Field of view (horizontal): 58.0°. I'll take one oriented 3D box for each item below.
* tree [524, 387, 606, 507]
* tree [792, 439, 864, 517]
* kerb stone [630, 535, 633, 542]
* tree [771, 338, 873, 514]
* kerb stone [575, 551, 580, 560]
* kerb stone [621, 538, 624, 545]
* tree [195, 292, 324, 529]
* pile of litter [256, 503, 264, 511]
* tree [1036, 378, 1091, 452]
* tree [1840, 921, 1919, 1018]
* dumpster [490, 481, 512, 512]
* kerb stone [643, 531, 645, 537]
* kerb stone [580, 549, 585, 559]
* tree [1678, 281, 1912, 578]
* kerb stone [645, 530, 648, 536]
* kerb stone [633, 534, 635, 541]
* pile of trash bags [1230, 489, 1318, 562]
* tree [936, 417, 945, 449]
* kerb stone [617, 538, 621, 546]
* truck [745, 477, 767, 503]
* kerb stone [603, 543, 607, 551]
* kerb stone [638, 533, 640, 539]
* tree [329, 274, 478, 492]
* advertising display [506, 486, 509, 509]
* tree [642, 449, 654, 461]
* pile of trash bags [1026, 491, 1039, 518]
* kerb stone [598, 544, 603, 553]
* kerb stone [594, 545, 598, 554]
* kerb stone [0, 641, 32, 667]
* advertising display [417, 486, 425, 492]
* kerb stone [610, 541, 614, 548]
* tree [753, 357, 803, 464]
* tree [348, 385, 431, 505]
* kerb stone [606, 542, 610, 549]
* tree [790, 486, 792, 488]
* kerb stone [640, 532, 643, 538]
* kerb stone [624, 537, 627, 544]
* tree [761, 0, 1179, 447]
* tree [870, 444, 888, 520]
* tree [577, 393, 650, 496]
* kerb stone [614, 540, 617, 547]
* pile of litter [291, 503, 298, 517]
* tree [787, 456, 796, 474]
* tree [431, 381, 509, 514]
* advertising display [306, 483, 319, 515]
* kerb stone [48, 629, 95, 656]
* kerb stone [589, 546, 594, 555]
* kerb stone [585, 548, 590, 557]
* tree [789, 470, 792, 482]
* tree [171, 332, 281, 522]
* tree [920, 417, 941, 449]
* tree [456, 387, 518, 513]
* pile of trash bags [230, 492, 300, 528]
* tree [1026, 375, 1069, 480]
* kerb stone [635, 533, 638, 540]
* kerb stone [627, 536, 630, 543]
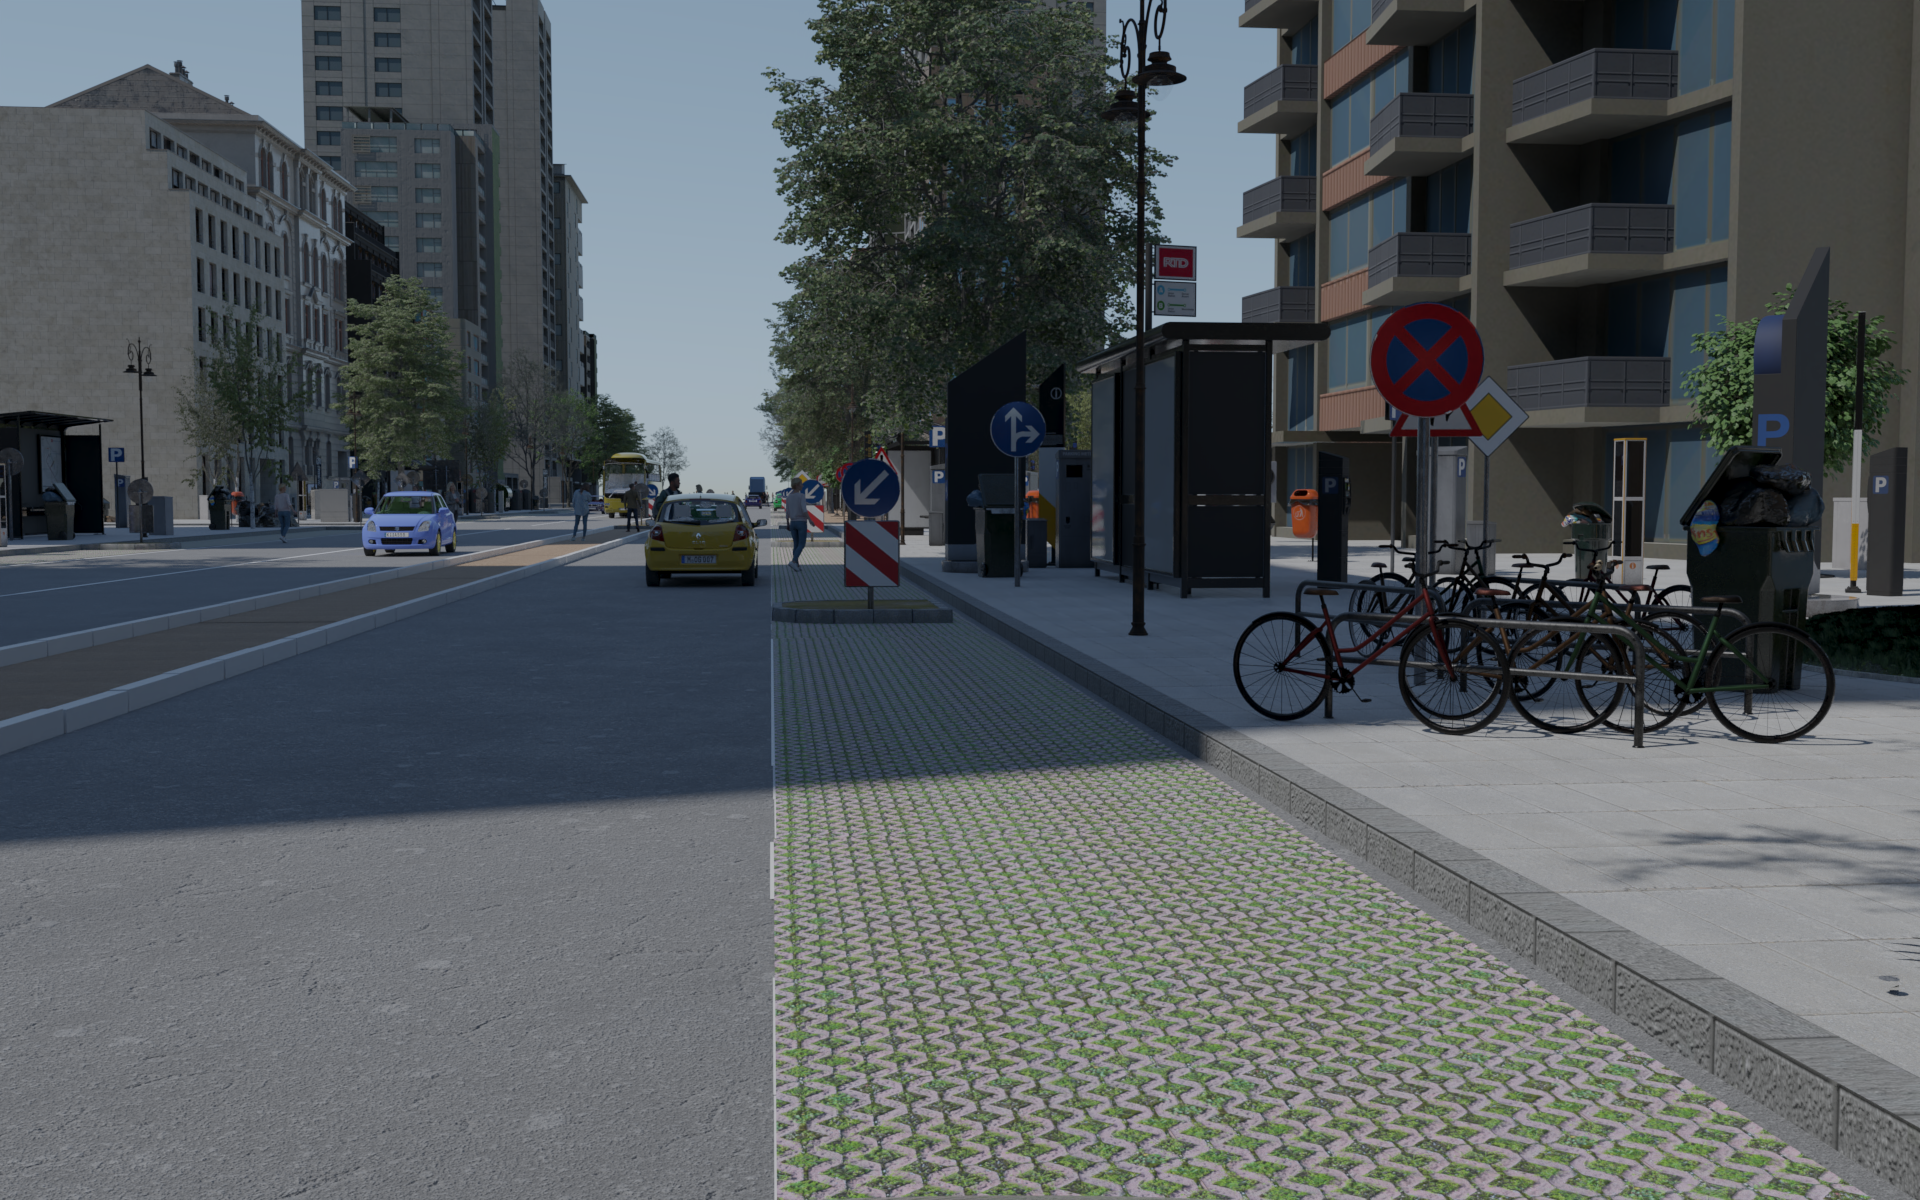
[{"bbox_3d":[-38.372,-14.877,168.994,9.928,11.665,9.643,0,3,0],"label":"tree"},{"bbox_3d":[-6.589,-7.020,98.499,4.285,4.588,4.351,0,3,0],"label":"tree"},{"bbox_3d":[-9.934,-1.794,51.638,0.120,0.150,1.000,0,4,-6],"label":"kerb stone"},{"bbox_3d":[-8.485,-11.903,112.737,7.486,12.596,7.792,0,3,0],"label":"tree"},{"bbox_3d":[-8.370,-0.927,37.355,0.120,0.150,1.000,0,4,-6],"label":"kerb stone"},{"bbox_3d":[-9.599,-1.612,48.580,0.120,0.150,1.000,0,4,-6],"label":"kerb stone"},{"bbox_3d":[-25.910,-6.929,63.659,4.737,8.622,4.395,0,3,0],"label":"tree"},{"bbox_3d":[-35.798,-4.555,88.444,1.719,0.858,1.176,1,4,20],"label":"pile of litter"},{"bbox_3d":[7.260,-9.497,105.646,4.737,8.622,4.395,0,3,0],"label":"tree"},{"bbox_3d":[2.966,-5.718,3.855,12.009,13.543,11.850,0,3,0],"label":"tree"},{"bbox_3d":[-33.549,-7.573,126.304,1.502,2.255,1.985,0,4,-6],"label":"dumpster"},{"bbox_3d":[-10.492,-2.112,56.728,0.120,0.150,1.000,0,4,-6],"label":"kerb stone"},{"bbox_3d":[-8.486,-0.990,38.389,0.120,0.150,1.000,0,4,-6],"label":"kerb stone"},{"bbox_3d":[12.932,-2.641,26.899,4.285,4.588,4.351,0,3,0],"label":"tree"},{"bbox_3d":[-10.600,-2.174,57.746,0.120,0.150,1.000,0,4,-6],"label":"kerb stone"},{"bbox_3d":[-10.046,-1.863,52.654,0.120,0.150,1.000,0,4,-6],"label":"kerb stone"},{"bbox_3d":[5.557,-1.467,33.732,1.912,1.369,3.447,-3,5,-44],"label":"pile of trash bags"},{"bbox_3d":[-0.960,-11.968,146.039,4.737,8.622,4.395,0,3,0],"label":"tree"},{"bbox_3d":[-9.488,-1.547,47.550,0.120,0.150,1.000,0,4,-6],"label":"kerb stone"},{"bbox_3d":[-30.868,-16.638,261.793,2.967,4.110,18.799,0,4,-4],"label":"truck"},{"bbox_3d":[-9.044,-1.302,43.482,0.120,0.150,1.000,0,4,-6],"label":"kerb stone"},{"bbox_3d":[-10.269,-1.987,54.687,0.120,0.150,1.000,0,4,-6],"label":"kerb stone"},{"bbox_3d":[-28.727,-10.496,89.738,7.486,12.596,7.792,0,3,0],"label":"tree"},{"bbox_3d":[-34.731,-7.797,132.696,0.123,1.923,0.974,-2,4,-27],"label":"advertising display"},{"bbox_3d":[-49.980,-19.827,274.540,4.737,8.622,4.395,0,3,0],"label":"tree"},{"bbox_3d":[2.948,-2.068,43.563,3.447,1.369,1.912,3,5,43],"label":"pile of trash bags"},{"bbox_3d":[-8.921,-1.237,42.456,0.120,0.150,1.000,0,4,-6],"label":"kerb stone"},{"bbox_3d":[-8.823,-1.177,41.438,0.120,0.150,1.000,0,4,-6],"label":"kerb stone"},{"bbox_3d":[-7.999,0.463,14.661,0.120,0.150,1.000,0,4,-6],"label":"kerb stone"},{"bbox_3d":[-46.857,-8.860,150.069,0.974,1.923,0.123,-2,4,-35],"label":"advertising display"},{"bbox_3d":[-9.262,-1.426,45.515,0.120,0.150,1.000,0,4,-6],"label":"kerb stone"},{"bbox_3d":[-23.950,-23.510,240.275,12.611,20.169,13.585,0,3,0],"label":"tree"},{"bbox_3d":[-38.543,-10.160,116.485,4.360,8.622,3.978,0,3,0],"label":"tree"},{"bbox_3d":[-9.153,-1.357,44.499,0.120,0.150,1.000,0,4,-6],"label":"kerb stone"},{"bbox_3d":[-29.583,-19.046,306.004,1.663,3.219,1.824,0,3,0],"label":"tree"},{"bbox_3d":[-10.375,-2.050,55.710,0.120,0.150,1.000,0,4,-6],"label":"kerb stone"},{"bbox_3d":[-9.709,-1.676,49.602,0.120,0.150,1.000,0,4,-6],"label":"kerb stone"},{"bbox_3d":[0.282,-7.956,36.737,9.857,13.997,8.962,0,3,0],"label":"tree"},{"bbox_3d":[-2.637,-3.899,58.347,1.663,3.219,1.824,0,3,0],"label":"tree"},{"bbox_3d":[-39.848,-16.924,194.829,7.486,12.596,7.792,0,3,0],"label":"tree"},{"bbox_3d":[-9.380,-1.488,46.530,0.120,0.150,1.000,0,4,-6],"label":"kerb stone"},{"bbox_3d":[-36.725,-5.002,95.755,1.176,0.858,1.719,-1,4,-12],"label":"pile of litter"},{"bbox_3d":[-19.758,-16.394,218.409,4.737,8.622,4.395,0,3,0],"label":"tree"},{"bbox_3d":[-31.100,-9.896,112.164,4.360,8.622,3.978,0,3,0],"label":"tree"},{"bbox_3d":[-39.502,-6.144,105.662,0.123,1.923,0.974,1,4,20],"label":"advertising display"},{"bbox_3d":[-8.116,0.398,15.689,0.120,0.150,1.000,0,4,-6],"label":"kerb stone"},{"bbox_3d":[-8.707,-1.113,40.422,0.120,0.150,1.000,0,4,-6],"label":"kerb stone"},{"bbox_3d":[-8.590,-1.053,39.406,0.120,0.150,1.000,0,4,-6],"label":"kerb stone"},{"bbox_3d":[-10.211,-9.134,133.059,4.285,4.588,4.351,0,3,0],"label":"tree"},{"bbox_3d":[-32.863,-7.803,77.934,4.360,8.622,3.978,0,3,0],"label":"tree"},{"bbox_3d":[-3.393,-10.552,122.881,4.360,8.622,3.978,0,3,0],"label":"tree"},{"bbox_3d":[-32.100,-10.305,118.843,4.737,8.622,4.395,0,3,0],"label":"tree"},{"bbox_3d":[-27.452,-3.543,67.681,3.447,1.369,1.912,2,4,35],"label":"pile of trash bags"},{"bbox_3d":[3.186,-8.582,90.672,4.360,8.622,3.978,0,3,0],"label":"tree"},{"bbox_3d":[-10.153,-1.925,53.671,0.120,0.150,1.000,0,4,-6],"label":"kerb stone"},{"bbox_3d":[-9.829,-1.733,50.621,0.120,0.150,1.000,0,4,-6],"label":"kerb stone"}]
